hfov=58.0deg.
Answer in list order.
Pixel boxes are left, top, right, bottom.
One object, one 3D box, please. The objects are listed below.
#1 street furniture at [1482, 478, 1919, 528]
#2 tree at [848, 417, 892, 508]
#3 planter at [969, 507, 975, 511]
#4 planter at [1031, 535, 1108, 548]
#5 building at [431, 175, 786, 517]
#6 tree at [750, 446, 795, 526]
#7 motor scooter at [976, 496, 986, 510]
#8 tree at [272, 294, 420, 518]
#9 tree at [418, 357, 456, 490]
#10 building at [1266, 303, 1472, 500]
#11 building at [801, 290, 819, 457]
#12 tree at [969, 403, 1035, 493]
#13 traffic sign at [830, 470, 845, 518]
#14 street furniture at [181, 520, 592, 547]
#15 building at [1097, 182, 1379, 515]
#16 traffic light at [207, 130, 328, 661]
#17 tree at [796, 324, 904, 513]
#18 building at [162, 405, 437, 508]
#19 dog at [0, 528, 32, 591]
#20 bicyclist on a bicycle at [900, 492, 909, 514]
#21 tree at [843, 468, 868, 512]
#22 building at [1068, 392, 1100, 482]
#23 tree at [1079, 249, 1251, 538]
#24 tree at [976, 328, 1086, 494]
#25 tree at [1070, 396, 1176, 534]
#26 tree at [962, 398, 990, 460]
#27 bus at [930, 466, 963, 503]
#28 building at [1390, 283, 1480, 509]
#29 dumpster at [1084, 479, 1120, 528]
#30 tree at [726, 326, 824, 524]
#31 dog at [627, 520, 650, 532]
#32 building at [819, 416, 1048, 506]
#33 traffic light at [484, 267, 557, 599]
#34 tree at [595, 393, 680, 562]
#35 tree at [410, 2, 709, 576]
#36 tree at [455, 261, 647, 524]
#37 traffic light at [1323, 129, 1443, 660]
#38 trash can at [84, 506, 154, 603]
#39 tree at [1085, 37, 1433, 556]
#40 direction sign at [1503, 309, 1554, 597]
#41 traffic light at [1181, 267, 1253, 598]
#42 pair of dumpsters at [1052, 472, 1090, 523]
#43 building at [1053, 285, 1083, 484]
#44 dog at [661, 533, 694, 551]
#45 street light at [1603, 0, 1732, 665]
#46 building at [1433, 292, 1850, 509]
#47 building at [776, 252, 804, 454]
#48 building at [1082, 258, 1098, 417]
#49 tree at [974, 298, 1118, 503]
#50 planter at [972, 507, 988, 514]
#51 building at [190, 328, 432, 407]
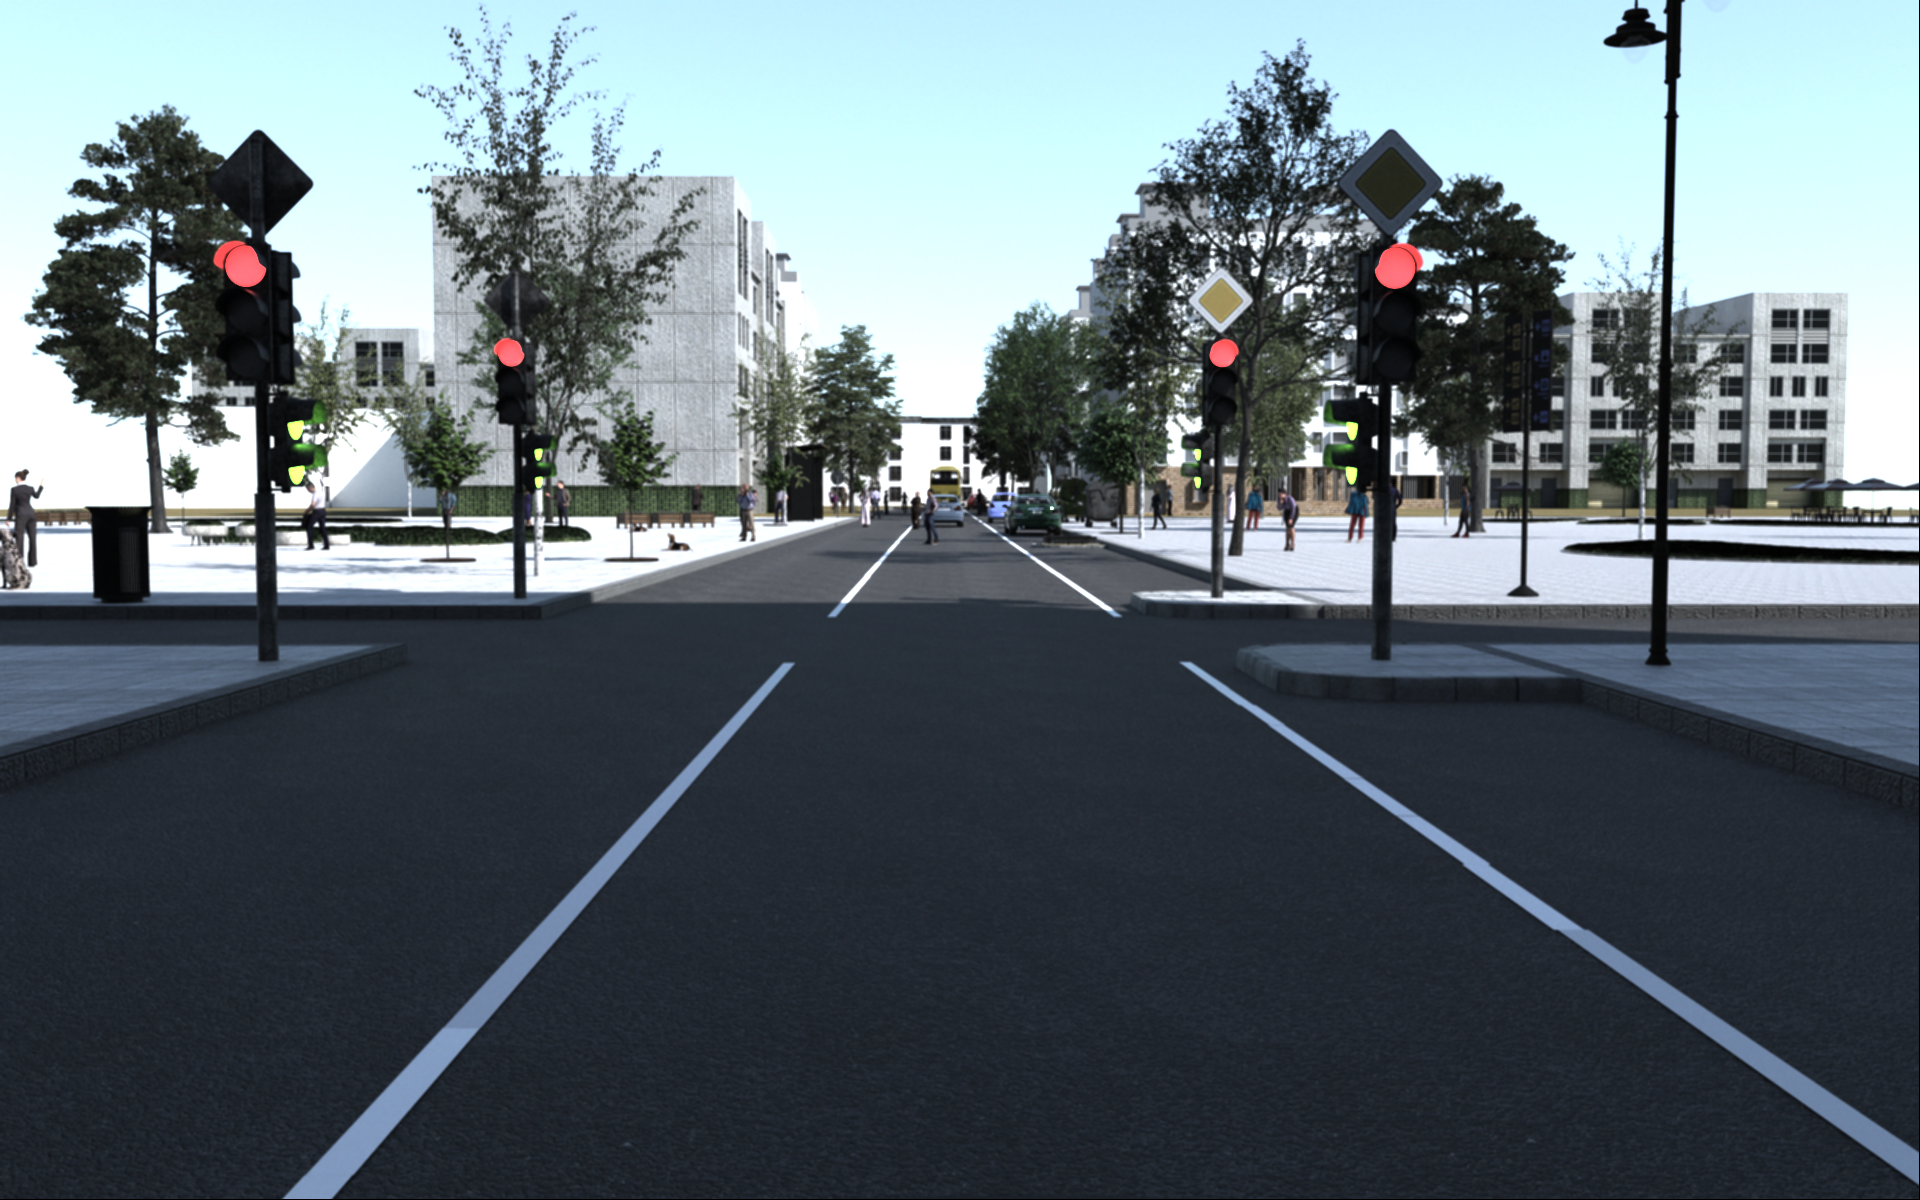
[{"bbox_3d":[35.547,-4.046,71.184,14.083,1.986,27.439,-2,4,-29],"label":"street furniture"},{"bbox_3d":[-8.449,-13.488,170.897,4.360,8.622,3.978,0,3,0],"label":"tree"},{"bbox_3d":[1.767,-7.961,151.303,1.991,0.319,1.994,0,4,-1],"label":"planter"},{"bbox_3d":[2.915,-1.563,46.698,1.991,0.319,1.994,0,4,-1],"label":"planter"},{"bbox_3d":[-21.068,-15.028,112.164,16.747,18.905,31.486,0,4,-1],"label":"building"},{"bbox_3d":[-7.390,-4.614,70.040,1.663,3.219,1.824,0,3,0],"label":"tree"},{"bbox_3d":[1.671,-7.699,138.648,0.815,1.314,1.986,0,4,-2],"label":"motor scooter"},{"bbox_3d":[-23.806,-7.006,64.903,4.737,8.622,4.395,0,3,0],"label":"tree"},{"bbox_3d":[-28.764,-8.606,91.063,4.737,8.622,4.395,0,3,0],"label":"tree"},{"bbox_3d":[38.397,-21.729,199.236,32.646,21.610,27.936,0,4,-1],"label":"building"},{"bbox_3d":[-29.300,-17.874,158.704,31.486,18.905,16.747,0,4,-1],"label":"building"},{"bbox_3d":[4.219,-15.179,170.239,6.751,12.117,7.091,0,3,0],"label":"tree"},{"bbox_3d":[-6.559,-5.664,92.712,0.768,2.556,0.104,0,4,6],"label":"traffic sign"},{"bbox_3d":[-14.887,-1.795,44.976,10.072,0.657,5.734,0,4,0],"label":"street furniture"},{"bbox_3d":[17.487,-15.572,111.019,16.016,20.091,11.380,0,4,-1],"label":"building"},{"bbox_3d":[-5.310,-1.467,13.224,0.839,4.213,0.868,0,4,-1],"label":"traffic light"},{"bbox_3d":[-7.309,-12.066,115.411,7.486,12.596,7.792,0,3,0],"label":"tree"},{"bbox_3d":[-59.125,-13.513,163.085,28.070,9.664,9.099,0,4,-1],"label":"building"},{"bbox_3d":[-12.822,-0.549,23.361,0.513,0.831,0.800,-1,4,-17],"label":"dog"},{"bbox_3d":[-4.070,-7.160,127.092,1.499,1.676,1.625,0,3,0],"label":"bicyclist on a bicycle"},{"bbox_3d":[-7.259,-7.814,122.355,1.663,3.219,1.824,0,3,0],"label":"tree"},{"bbox_3d":[14.287,-12.269,142.747,9.099,9.664,28.070,0,4,-1],"label":"building"},{"bbox_3d":[5.477,-6.089,49.923,4.737,8.622,4.395,0,3,0],"label":"tree"},{"bbox_3d":[4.958,-12.203,117.650,7.486,12.596,7.792,0,3,0],"label":"tree"},{"bbox_3d":[5.300,-4.437,56.254,4.285,4.588,4.351,0,3,0],"label":"tree"},{"bbox_3d":[3.848,-12.065,131.667,8.767,10.594,7.601,1,4,20],"label":"tree"},{"bbox_3d":[-1.212,-9.718,150.430,2.896,3.916,12.252,0,4,1],"label":"bus"},{"bbox_3d":[40.372,-18.630,161.022,11.380,20.091,16.016,0,4,-1],"label":"building"},{"bbox_3d":[5.461,-3.718,66.548,1.264,1.857,1.865,0,4,-1],"label":"dumpster"},{"bbox_3d":[-7.725,-7.610,74.785,4.737,8.622,4.395,0,3,0],"label":"tree"},{"bbox_3d":[-10.866,-2.495,58.524,0.550,0.427,0.748,-3,5,-43],"label":"dog"},{"bbox_3d":[-4.253,-15.172,190.216,28.070,9.664,9.099,0,4,-1],"label":"building"},{"bbox_3d":[-5.398,-1.955,21.209,0.839,4.213,0.868,0,4,-1],"label":"traffic light"},{"bbox_3d":[-6.162,-2.355,33.102,1.663,3.219,1.824,0,3,0],"label":"tree"},{"bbox_3d":[-6.346,-4.670,26.725,4.360,8.622,3.978,0,3,0],"label":"tree"},{"bbox_3d":[-17.900,-9.178,75.822,9.928,11.665,9.643,0,3,0],"label":"tree"},{"bbox_3d":[3.251,-1.473,13.335,0.839,4.213,0.868,0,4,-1],"label":"traffic light"},{"bbox_3d":[-9.943,-0.542,20.520,0.748,1.137,0.748,0,3,0],"label":"trash can"},{"bbox_3d":[6.018,-6.183,35.498,7.601,10.594,8.767,2,4,27],"label":"tree"},{"bbox_3d":[7.090,-1.816,21.694,0.379,3.537,0.876,-1,4,-21],"label":"direction sign"},{"bbox_3d":[3.162,-1.962,21.319,0.839,4.213,0.868,0,4,-1],"label":"traffic light"},{"bbox_3d":[5.103,-4.653,78.562,1.574,2.255,4.436,0,4,-1],"label":"pair of dumpsters"},{"bbox_3d":[17.193,-18.710,162.325,16.016,20.091,11.380,0,4,-1],"label":"building"},{"bbox_3d":[-6.386,-1.307,39.113,0.550,0.427,0.748,-3,4,-37],"label":"dog"},{"bbox_3d":[5.258,-2.451,12.867,0.468,5.910,1.993,0,4,-1],"label":"street light"},{"bbox_3d":[61.818,-17.949,159.930,31.486,18.905,16.747,0,4,-1],"label":"building"},{"bbox_3d":[-19.975,-16.949,133.533,16.016,20.091,11.380,0,4,-1],"label":"building"},{"bbox_3d":[17.330,-16.266,122.377,16.016,20.091,11.380,0,4,-1],"label":"building"},{"bbox_3d":[4.894,-10.247,93.300,9.928,11.665,9.643,0,3,0],"label":"tree"},{"bbox_3d":[2.072,-6.245,123.240,1.991,0.319,1.994,0,4,-1],"label":"planter"},{"bbox_3d":[-65.925,-19.939,192.453,31.486,18.905,16.747,0,4,-1],"label":"building"}]
